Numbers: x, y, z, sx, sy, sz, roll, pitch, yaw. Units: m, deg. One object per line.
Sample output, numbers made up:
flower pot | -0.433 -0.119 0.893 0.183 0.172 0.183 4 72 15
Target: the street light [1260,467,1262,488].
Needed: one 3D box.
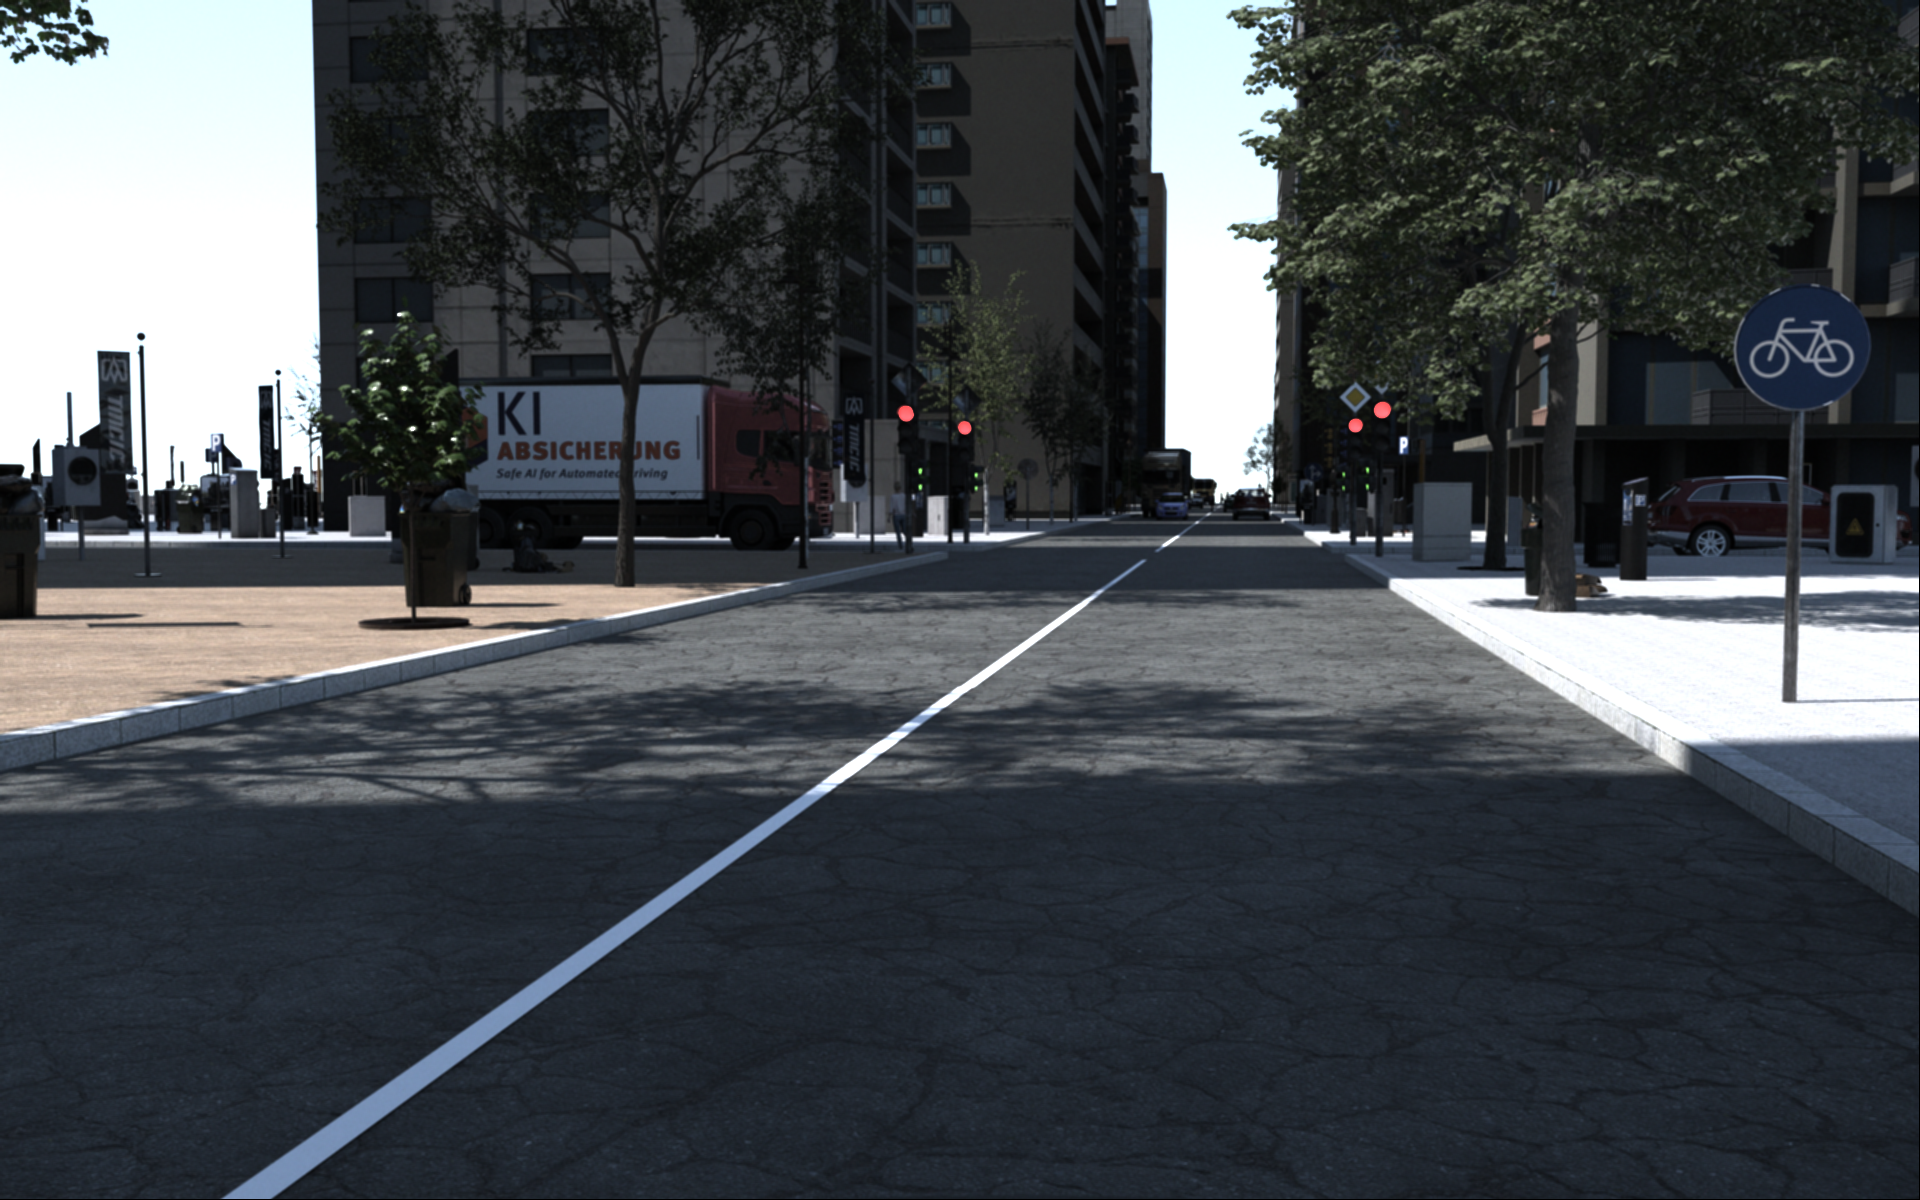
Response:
street light | 36.649 -14.396 208.155 0.468 5.910 1.993 1 4 9

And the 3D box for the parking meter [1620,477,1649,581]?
parking meter | 10.034 -1.062 25.774 0.372 1.533 0.369 0 3 0

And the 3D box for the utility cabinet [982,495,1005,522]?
utility cabinet | 1.547 -4.185 79.590 1.020 1.237 0.306 0 4 2

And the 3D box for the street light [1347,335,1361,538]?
street light | 11.430 -4.743 50.333 0.468 5.910 1.993 1 4 9

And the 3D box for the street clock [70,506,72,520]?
street clock | -44.753 -5.056 87.238 0.471 2.002 0.358 -2 4 -35

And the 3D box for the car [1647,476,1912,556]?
car | 17.481 -1.742 37.156 5.304 1.827 2.281 1 4 11

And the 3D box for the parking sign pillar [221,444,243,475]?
parking sign pillar | -38.436 -6.305 91.564 1.447 3.967 1.447 1 4 13

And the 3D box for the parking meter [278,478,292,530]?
parking meter | -24.028 -3.423 61.674 0.255 1.863 0.399 3 4 38

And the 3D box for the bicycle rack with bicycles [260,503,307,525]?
bicycle rack with bicycles | -28.784 -3.610 72.402 2.852 0.926 2.925 1 4 19

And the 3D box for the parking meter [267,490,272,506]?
parking meter | -39.910 -5.615 100.214 0.372 1.533 0.369 0 3 0

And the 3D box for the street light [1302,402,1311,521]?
street light | 16.643 -6.763 83.365 0.468 5.910 1.993 1 4 9

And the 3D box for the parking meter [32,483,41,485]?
parking meter | -20.732 -1.853 38.701 0.372 1.533 0.369 0 3 0

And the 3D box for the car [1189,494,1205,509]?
car | 22.957 -9.782 169.720 2.009 1.686 4.222 0 4 7

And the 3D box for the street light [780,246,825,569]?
street light | -2.715 -3.481 29.703 0.468 5.910 1.993 1 4 9

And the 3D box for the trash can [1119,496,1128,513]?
trash can | 10.993 -6.439 116.930 0.748 1.137 0.748 0 3 0

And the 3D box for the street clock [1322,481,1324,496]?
street clock | 16.870 -4.601 79.801 0.358 2.002 0.471 0 4 7

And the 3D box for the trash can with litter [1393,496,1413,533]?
trash can with litter | 14.868 -2.816 57.094 2.233 1.210 1.678 1 4 10

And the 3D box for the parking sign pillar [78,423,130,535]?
parking sign pillar | -26.929 -4.031 54.378 1.447 3.967 1.447 -3 4 -37

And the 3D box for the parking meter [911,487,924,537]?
parking meter | -1.278 -2.642 51.603 0.372 1.533 0.369 0 3 0

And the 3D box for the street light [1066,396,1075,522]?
street light | 5.032 -6.451 78.267 0.468 5.910 1.993 1 4 9

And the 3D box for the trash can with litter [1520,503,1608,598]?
trash can with litter | 7.603 -0.635 21.776 1.055 1.170 0.624 3 5 39

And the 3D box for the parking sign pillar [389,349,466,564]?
parking sign pillar | -9.967 -2.689 32.431 1.447 3.967 1.447 0 4 4

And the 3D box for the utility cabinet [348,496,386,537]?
utility cabinet | -17.900 -2.515 52.284 1.020 1.237 0.306 -2 4 -30

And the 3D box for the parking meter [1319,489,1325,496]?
parking meter | 17.489 -4.598 83.588 0.372 1.533 0.369 0 3 0

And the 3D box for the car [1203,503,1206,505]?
car | 31.870 -13.478 229.951 1.945 1.707 3.694 0 4 8

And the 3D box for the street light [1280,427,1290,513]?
street light | 23.358 -9.327 125.290 0.468 5.910 1.993 1 4 9

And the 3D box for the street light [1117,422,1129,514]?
street light | 10.357 -8.471 111.281 0.468 5.910 1.993 1 4 9

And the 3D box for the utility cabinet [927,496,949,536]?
utility cabinet | -0.638 -2.618 53.968 0.306 1.237 1.020 -2 4 -32

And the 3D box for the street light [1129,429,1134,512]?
street light | 11.828 -9.046 120.691 0.468 5.910 1.993 1 4 9

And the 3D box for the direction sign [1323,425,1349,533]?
direction sign | 12.328 -3.965 56.821 0.876 3.537 0.379 0 4 -5

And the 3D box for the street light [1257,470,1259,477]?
street light | 41.967 -16.450 241.736 0.468 5.910 1.993 1 4 9

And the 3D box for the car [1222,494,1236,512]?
car | 21.762 -7.657 136.993 2.131 1.459 4.920 1 4 9

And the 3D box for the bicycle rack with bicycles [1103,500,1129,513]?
bicycle rack with bicycles | 10.097 -6.182 114.455 2.852 0.926 2.925 0 4 7

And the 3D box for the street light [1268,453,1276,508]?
street light | 28.681 -11.347 158.304 0.468 5.910 1.993 1 4 9

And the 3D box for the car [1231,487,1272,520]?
car | 16.236 -5.375 96.554 2.281 1.827 5.304 1 4 9

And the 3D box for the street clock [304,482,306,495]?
street clock | -39.522 -6.084 104.050 0.358 2.002 0.471 1 4 18

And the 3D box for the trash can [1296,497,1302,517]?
trash can | 19.275 -5.269 97.803 0.748 1.137 0.748 0 3 0

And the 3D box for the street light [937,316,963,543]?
street light | -0.256 -4.422 45.090 0.468 5.910 1.993 1 4 9

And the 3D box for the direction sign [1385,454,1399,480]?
direction sign | 24.274 -6.433 97.169 0.876 3.537 0.379 2 4 34

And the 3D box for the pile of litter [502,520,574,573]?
pile of litter | -7.007 -0.907 28.797 1.176 0.858 1.719 -1 4 -16

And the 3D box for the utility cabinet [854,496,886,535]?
utility cabinet | -2.874 -2.680 54.982 1.020 1.237 0.306 -2 4 -32

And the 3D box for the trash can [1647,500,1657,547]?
trash can | 16.596 -1.856 41.997 0.748 1.137 0.748 0 3 0

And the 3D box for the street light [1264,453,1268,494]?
street light | 34.036 -13.407 191.991 0.468 5.910 1.993 1 4 9

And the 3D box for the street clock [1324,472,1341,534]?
street clock | 12.153 -3.154 56.144 0.358 2.002 0.471 2 4 31

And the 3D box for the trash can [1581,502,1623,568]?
trash can | 11.262 -1.144 30.354 0.748 1.137 0.748 0 3 0

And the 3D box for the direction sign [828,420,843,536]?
direction sign | -4.012 -3.737 53.098 0.876 3.537 0.379 0 4 -4

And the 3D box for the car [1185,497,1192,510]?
car | 20.357 -8.958 159.037 1.945 1.354 3.894 0 4 8

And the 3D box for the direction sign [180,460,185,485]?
direction sign | -52.344 -7.623 116.633 0.379 3.537 0.876 -1 4 -9

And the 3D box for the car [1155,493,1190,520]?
car | 11.874 -5.335 96.811 1.945 1.707 3.694 1 4 9

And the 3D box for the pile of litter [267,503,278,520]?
pile of litter | -33.863 -4.318 84.572 1.176 0.858 1.719 0 4 -5

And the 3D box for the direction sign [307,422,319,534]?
direction sign | -20.607 -3.855 55.023 0.379 3.537 0.876 -1 4 -18
